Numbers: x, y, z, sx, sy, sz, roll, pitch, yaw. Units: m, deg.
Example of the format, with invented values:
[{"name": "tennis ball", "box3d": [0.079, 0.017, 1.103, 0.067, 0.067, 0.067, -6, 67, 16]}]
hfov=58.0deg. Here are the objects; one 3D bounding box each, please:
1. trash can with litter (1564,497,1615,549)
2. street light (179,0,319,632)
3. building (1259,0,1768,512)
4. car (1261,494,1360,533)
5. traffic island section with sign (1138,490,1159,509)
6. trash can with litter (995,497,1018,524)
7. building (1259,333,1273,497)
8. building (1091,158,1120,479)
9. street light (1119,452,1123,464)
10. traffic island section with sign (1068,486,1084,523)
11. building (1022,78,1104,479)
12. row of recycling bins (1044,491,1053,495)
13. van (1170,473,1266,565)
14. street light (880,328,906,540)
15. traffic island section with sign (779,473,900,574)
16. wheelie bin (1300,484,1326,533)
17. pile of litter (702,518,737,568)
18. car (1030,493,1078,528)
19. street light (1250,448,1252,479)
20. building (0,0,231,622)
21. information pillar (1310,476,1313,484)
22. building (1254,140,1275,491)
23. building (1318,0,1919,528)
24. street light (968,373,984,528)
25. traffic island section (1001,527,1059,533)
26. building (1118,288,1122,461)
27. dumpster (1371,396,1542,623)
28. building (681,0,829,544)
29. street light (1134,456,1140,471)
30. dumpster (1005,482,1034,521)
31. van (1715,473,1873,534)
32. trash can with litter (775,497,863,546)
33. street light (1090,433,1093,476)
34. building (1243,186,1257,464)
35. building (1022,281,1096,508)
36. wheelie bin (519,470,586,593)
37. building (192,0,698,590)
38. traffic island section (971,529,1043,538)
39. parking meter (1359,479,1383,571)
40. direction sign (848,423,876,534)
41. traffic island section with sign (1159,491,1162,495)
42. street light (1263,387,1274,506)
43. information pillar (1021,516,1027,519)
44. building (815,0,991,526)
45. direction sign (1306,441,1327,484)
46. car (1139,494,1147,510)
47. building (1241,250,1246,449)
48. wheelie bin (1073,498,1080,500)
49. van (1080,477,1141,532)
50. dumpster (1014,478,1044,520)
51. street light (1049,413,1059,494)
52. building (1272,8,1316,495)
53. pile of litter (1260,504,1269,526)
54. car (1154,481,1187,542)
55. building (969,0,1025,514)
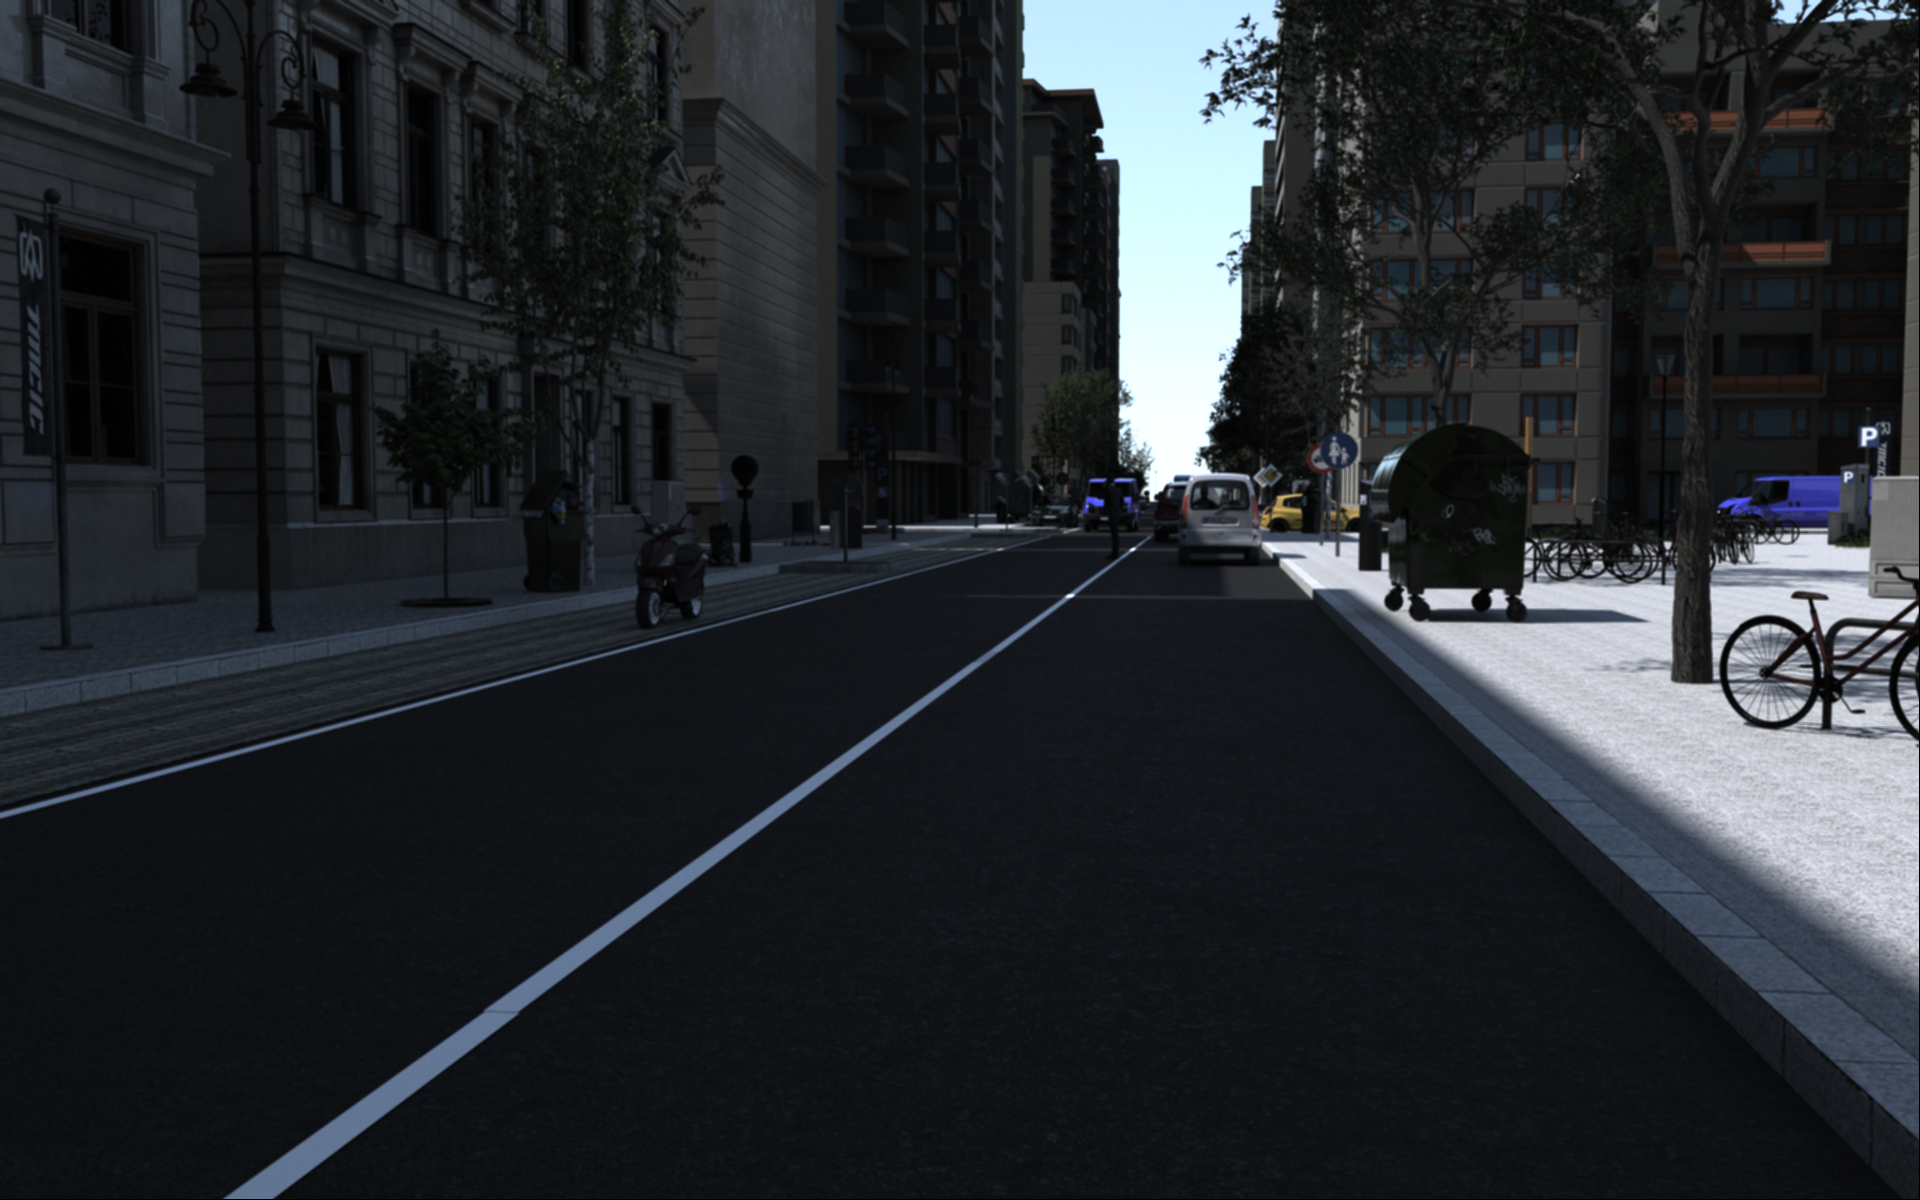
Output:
[{"name": "trash can with litter", "box3d": [14.917, -1.847, 41.251, 2.233, 1.210, 1.678, -3, 4, -38]}, {"name": "street light", "box3d": [-6.482, -2.642, 15.983, 0.468, 5.910, 1.993, 1, 4, 8]}, {"name": "building", "box3d": [37.491, -26.206, 120.345, 32.217, 40.220, 23.993, 1, 4, 8]}, {"name": "car", "box3d": [12.294, -2.992, 59.141, 3.980, 1.641, 2.015, 1, 4, 9]}, {"name": "traffic island section with sign", "box3d": [20.623, -11.134, 190.675, 1.989, 1.847, 2.006, 1, 4, 8]}, {"name": "trash can with litter", "box3d": [2.053, -3.938, 75.779, 1.055, 1.170, 0.624, 3, 4, 37]}, {"name": "building", "box3d": [45.226, -20.515, 180.464, 27.650, 21.520, 28.899, 1, 4, 8]}, {"name": "building", "box3d": [11.560, -31.978, 206.426, 14.154, 41.232, 14.086, 1, 4, 8]}, {"name": "street light", "box3d": [16.243, -12.312, 174.083, 0.468, 5.910, 1.993, 1, 4, 8]}, {"name": "traffic island section with sign", "box3d": [5.834, -4.830, 87.590, 1.989, 1.847, 2.006, 1, 4, 8]}, {"name": "building", "box3d": [3.877, -32.479, 185.656, 22.147, 44.769, 28.867, 1, 4, 8]}, {"name": "row of recycling bins", "box3d": [5.532, -7.798, 134.607, 3.534, 1.692, 1.069, 1, 4, 18]}, {"name": "van", "box3d": [5.415, -1.791, 36.295, 2.013, 2.044, 4.112, 0, 4, 8]}, {"name": "street light", "box3d": [-1.857, -4.631, 48.504, 0.468, 5.910, 1.993, 1, 4, 8]}, {"name": "traffic island section with sign", "box3d": [-2.161, -1.428, 31.983, 1.989, 1.847, 2.006, 1, 4, 8]}, {"name": "wheelie bin", "box3d": [11.588, -2.984, 56.692, 0.693, 1.594, 0.980, 3, 5, 43]}, {"name": "pile of litter", "box3d": [-4.506, -1.035, 30.884, 1.176, 0.858, 1.719, 0, 4, 5]}, {"name": "car", "box3d": [4.048, -3.914, 73.784, 2.009, 1.686, 4.222, 1, 4, 9]}, {"name": "street light", "box3d": [17.745, -8.133, 105.756, 0.468, 5.910, 1.993, 1, 4, 8]}, {"name": "building", "box3d": [-15.401, -10.701, 11.117, 11.583, 22.565, 21.152, 1, 4, 8]}, {"name": "information pillar", "box3d": [17.440, -5.785, 85.937, 0.183, 3.616, 0.504, 1, 4, 17]}, {"name": "building", "box3d": [42.140, -31.705, 201.974, 14.154, 41.232, 14.086, 1, 4, 8]}, {"name": "building", "box3d": [31.223, -14.113, 75.792, 28.899, 21.520, 27.650, 1, 4, 8]}, {"name": "street light", "box3d": [0.616, -5.701, 66.004, 0.468, 5.910, 1.993, 1, 4, 8]}, {"name": "traffic island section", "box3d": [2.672, -2.649, 65.597, 2.009, 0.180, 2.903, 1, 4, 8]}, {"name": "building", "box3d": [13.900, -36.490, 288.490, 32.217, 40.220, 23.993, 1, 4, 8]}, {"name": "dumpster", "box3d": [5.142, -0.953, 18.079, 1.502, 2.255, 1.985, 1, 4, 8]}, {"name": "building", "box3d": [-17.263, -15.499, 50.668, 25.104, 27.353, 12.463, 1, 4, 8]}, {"name": "street light", "box3d": [20.806, -14.250, 205.777, 0.468, 5.910, 1.993, 1, 4, 8]}, {"name": "dumpster", "box3d": [2.808, -4.663, 81.994, 1.264, 1.857, 1.865, 1, 4, 8]}, {"name": "van", "box3d": [28.449, -3.326, 58.765, 5.245, 2.365, 2.240, 0, 4, 7]}, {"name": "trash can with litter", "box3d": [-3.527, -1.969, 43.249, 2.233, 1.210, 1.678, -1, 4, -9]}, {"name": "street light", "box3d": [9.835, -9.577, 129.378, 0.468, 5.910, 1.993, 1, 4, 8]}, {"name": "building", "box3d": [45.600, -33.476, 230.921, 14.154, 41.232, 14.086, 1, 4, 8]}, {"name": "building", "box3d": [-2.424, -19.095, 157.237, 27.650, 21.520, 28.899, 1, 4, 8]}, {"name": "wheelie bin", "box3d": [-5.360, -0.914, 22.846, 0.693, 1.594, 0.980, -3, 5, -44]}, {"name": "building", "box3d": [-12.283, -10.246, 32.157, 10.561, 19.102, 19.286, 1, 4, 8]}, {"name": "traffic island section", "box3d": [1.538, -2.166, 57.693, 2.009, 0.180, 2.903, 1, 4, 8]}, {"name": "parking meter", "box3d": [6.872, -1.258, 28.985, 0.372, 1.533, 0.369, 0, 3, 0]}, {"name": "direction sign", "box3d": [-3.133, -3.878, 55.407, 0.876, 3.537, 0.379, 0, 4, -8]}, {"name": "traffic island section with sign", "box3d": [28.586, -14.529, 246.178, 1.989, 1.847, 2.006, 1, 4, 8]}, {"name": "street light", "box3d": [13.151, -6.194, 74.067, 0.468, 5.910, 1.993, 1, 4, 8]}, {"name": "information pillar", "box3d": [3.363, -5.288, 90.954, 0.304, 2.012, 0.304, 1, 4, 14]}, {"name": "building", "box3d": [-10.219, -26.221, 83.344, 22.147, 44.769, 28.867, 1, 4, 8]}, {"name": "direction sign", "box3d": [15.205, -5.009, 73.894, 0.876, 3.537, 0.379, 0, 4, 2]}, {"name": "car", "box3d": [15.819, -8.776, 155.489, 2.014, 1.417, 4.499, 0, 4, 6]}, {"name": "building", "box3d": [53.695, -36.961, 287.900, 14.154, 41.232, 14.086, 1, 4, 8]}, {"name": "wheelie bin", "box3d": [8.481, -7.314, 127.492, 0.693, 1.594, 0.980, 1, 4, 8]}, {"name": "van", "box3d": [5.896, -3.833, 67.051, 2.240, 2.365, 5.245, 1, 4, 9]}, {"name": "dumpster", "box3d": [3.266, -4.994, 84.142, 1.502, 2.255, 1.985, 1, 4, 8]}, {"name": "street light", "box3d": [5.296, -7.639, 97.681, 0.468, 5.910, 1.993, 1, 4, 8]}, {"name": "building", "box3d": [39.199, -32.450, 154.259, 21.300, 48.544, 21.600, 1, 4, 8]}, {"name": "pile of litter", "box3d": [12.494, -3.433, 70.098, 1.176, 0.858, 1.719, 1, 4, 14]}, {"name": "car", "box3d": [7.089, -2.734, 53.369, 2.281, 1.827, 5.304, 1, 4, 9]}, {"name": "building", "box3d": [-3.529, -26.245, 112.702, 14.154, 41.232, 14.086, 1, 4, 8]}]
